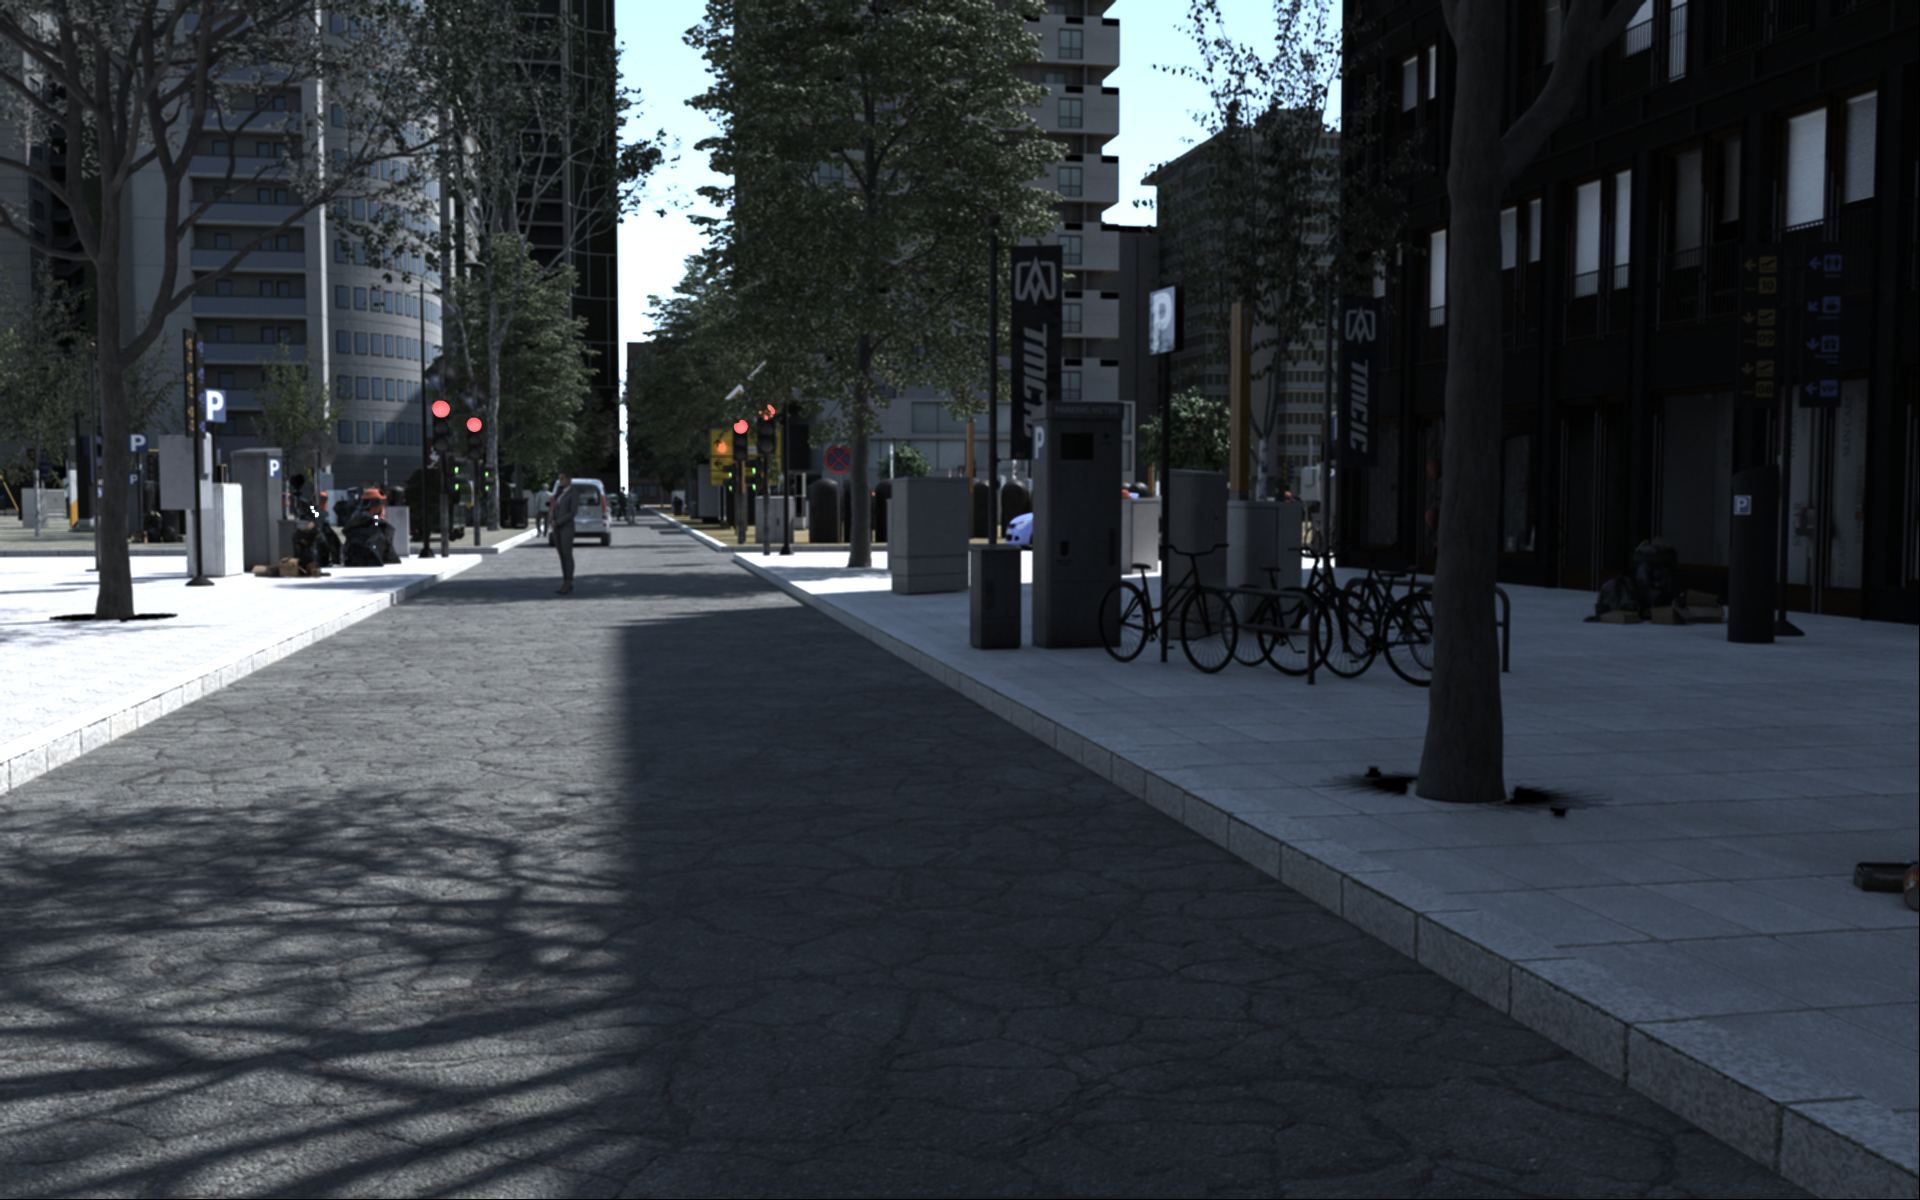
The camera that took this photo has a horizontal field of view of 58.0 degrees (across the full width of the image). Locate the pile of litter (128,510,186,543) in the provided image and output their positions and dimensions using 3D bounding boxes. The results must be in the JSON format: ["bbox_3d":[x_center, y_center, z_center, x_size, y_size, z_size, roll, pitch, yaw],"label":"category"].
[{"bbox_3d":[-21.281,-1.935,45.605,1.719,0.858,1.176,-1,4,-11],"label":"pile of litter"}]

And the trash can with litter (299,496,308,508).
[{"bbox_3d":[-34.305,-4.868,90.984,1.055,1.170,0.624,1,4,9],"label":"trash can with litter"}]

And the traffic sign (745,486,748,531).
[{"bbox_3d":[-7.365,-3.652,59.708,0.884,2.594,0.081,0,4,-4],"label":"traffic sign"}]

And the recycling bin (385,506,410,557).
[{"bbox_3d":[-11.705,-1.392,35.309,0.722,1.027,0.722,-3,5,-40],"label":"recycling bin"}]

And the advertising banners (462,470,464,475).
[{"bbox_3d":[-32.782,-7.123,112.652,2.074,3.025,0.090,3,5,42],"label":"advertising banners"}]

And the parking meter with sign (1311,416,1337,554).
[{"bbox_3d":[8.180,-2.554,38.016,0.543,3.016,1.738,2,4,28],"label":"parking meter with sign"}]

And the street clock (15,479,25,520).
[{"bbox_3d":[-45.835,-4.889,84.503,0.358,2.002,0.471,0,4,0],"label":"street clock"}]

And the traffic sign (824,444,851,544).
[{"bbox_3d":[-3.118,-2.720,44.570,0.768,2.556,0.104,-1,4,-8],"label":"traffic sign"}]

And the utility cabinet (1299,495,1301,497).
[{"bbox_3d":[20.465,-5.668,103.833,0.306,1.237,1.020,1,4,12],"label":"utility cabinet"}]

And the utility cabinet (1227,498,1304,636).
[{"bbox_3d":[2.791,-0.303,16.120,0.306,1.237,1.020,-1,4,-23],"label":"utility cabinet"}]

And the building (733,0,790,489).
[{"bbox_3d":[-12.008,-38.612,173.299,21.231,58.520,28.212,-1,4,-11],"label":"building"}]

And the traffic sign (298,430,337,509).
[{"bbox_3d":[-12.775,-2.101,34.460,0.768,2.556,0.104,0,4,-6],"label":"traffic sign"}]

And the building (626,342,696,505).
[{"bbox_3d":[-28.185,-23.132,223.251,28.899,21.520,27.650,-1,4,-11],"label":"building"}]

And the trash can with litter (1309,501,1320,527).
[{"bbox_3d":[13.674,-3.287,65.130,1.055,1.170,0.624,0,4,7],"label":"trash can with litter"}]

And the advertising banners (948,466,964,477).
[{"bbox_3d":[-0.496,-6.797,107.314,2.074,3.025,0.090,3,5,42],"label":"advertising banners"}]

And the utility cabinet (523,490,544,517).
[{"bbox_3d":[-23.230,-5.248,94.477,1.173,1.500,0.318,-1,4,-10],"label":"utility cabinet"}]

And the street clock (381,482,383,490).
[{"bbox_3d":[-34.582,-6.040,103.319,0.358,2.002,0.471,-3,5,-39],"label":"street clock"}]

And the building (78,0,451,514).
[{"bbox_3d":[-48.952,-35.693,125.578,21.231,58.520,28.212,-1,4,-11],"label":"building"}]

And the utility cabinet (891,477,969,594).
[{"bbox_3d":[-0.386,-0.842,22.451,0.318,1.500,1.173,3,5,42],"label":"utility cabinet"}]

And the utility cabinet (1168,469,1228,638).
[{"bbox_3d":[2.147,-0.428,15.683,0.318,1.500,1.173,1,4,23],"label":"utility cabinet"}]

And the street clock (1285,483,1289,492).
[{"bbox_3d":[22.106,-6.882,117.094,0.358,2.002,0.471,0,4,6],"label":"street clock"}]

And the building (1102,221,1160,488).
[{"bbox_3d":[12.740,-25.396,186.925,14.107,30.474,14.160,-1,4,-11],"label":"building"}]

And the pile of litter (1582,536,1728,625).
[{"bbox_3d":[7.140,-0.211,17.411,1.719,0.858,1.176,1,4,11],"label":"pile of litter"}]

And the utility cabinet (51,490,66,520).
[{"bbox_3d":[-44.621,-4.680,85.198,0.318,1.500,1.173,2,4,30],"label":"utility cabinet"}]

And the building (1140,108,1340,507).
[{"bbox_3d":[33.439,-29.905,180.831,23.993,40.220,32.217,-1,4,-11],"label":"building"}]

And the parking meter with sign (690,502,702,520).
[{"bbox_3d":[-12.901,-5.571,87.353,1.738,3.016,0.543,2,4,35],"label":"parking meter with sign"}]

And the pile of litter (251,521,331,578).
[{"bbox_3d":[-10.441,-0.799,27.027,1.176,0.858,1.719,-1,4,-18],"label":"pile of litter"}]

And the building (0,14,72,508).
[{"bbox_3d":[-94.570,-44.214,161.159,20.611,71.187,20.563,-1,4,-11],"label":"building"}]

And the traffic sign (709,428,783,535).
[{"bbox_3d":[-6.650,-3.669,53.866,2.265,3.308,0.079,-1,4,-9],"label":"traffic sign"}]

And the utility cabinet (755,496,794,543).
[{"bbox_3d":[-4.876,-2.098,45.459,1.020,1.237,0.306,2,4,24],"label":"utility cabinet"}]

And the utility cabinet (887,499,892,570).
[{"bbox_3d":[-0.778,-1.132,29.667,1.020,1.237,0.306,-3,5,-41],"label":"utility cabinet"}]

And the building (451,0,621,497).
[{"bbox_3d":[-52.743,-47.428,213.700,20.611,71.187,20.563,-1,4,-11],"label":"building"}]

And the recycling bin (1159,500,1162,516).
[{"bbox_3d":[8.097,-3.697,73.000,0.722,1.027,0.722,0,4,-6],"label":"recycling bin"}]

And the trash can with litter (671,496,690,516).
[{"bbox_3d":[-16.220,-5.470,100.818,1.055,1.170,0.624,-2,4,-30],"label":"trash can with litter"}]

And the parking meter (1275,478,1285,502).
[{"bbox_3d":[11.984,-3.617,64.851,0.255,1.863,0.399,-1,4,-13],"label":"parking meter"}]

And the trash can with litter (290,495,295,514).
[{"bbox_3d":[-42.504,-6.139,111.426,2.233,1.210,1.678,1,4,18],"label":"trash can with litter"}]

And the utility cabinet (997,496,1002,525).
[{"bbox_3d":[1.910,-3.748,72.440,0.306,1.237,1.020,-2,4,-31],"label":"utility cabinet"}]

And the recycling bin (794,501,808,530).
[{"bbox_3d":[-6.085,-3.058,62.557,0.722,1.027,0.722,1,4,21],"label":"recycling bin"}]

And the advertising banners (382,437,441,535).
[{"bbox_3d":[-16.978,-3.511,53.601,2.074,3.025,0.090,0,4,2],"label":"advertising banners"}]

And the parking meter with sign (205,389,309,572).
[{"bbox_3d":[-11.629,-1.981,28.651,1.738,3.016,0.543,1,4,15],"label":"parking meter with sign"}]

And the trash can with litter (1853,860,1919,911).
[{"bbox_3d":[3.793,0.343,5.451,2.233,1.210,1.678,-1,4,-12],"label":"trash can with litter"}]

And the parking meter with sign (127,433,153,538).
[{"bbox_3d":[-24.170,-3.324,50.609,0.543,3.016,1.738,-3,4,-36],"label":"parking meter with sign"}]

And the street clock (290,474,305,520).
[{"bbox_3d":[-23.771,-3.523,62.176,0.358,2.002,0.471,2,4,26],"label":"street clock"}]

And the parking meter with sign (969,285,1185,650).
[{"bbox_3d":[0.963,-1.118,14.543,1.738,3.016,0.543,-1,4,-17],"label":"parking meter with sign"}]

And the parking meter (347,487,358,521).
[{"bbox_3d":[-22.012,-3.326,62.790,0.372,1.533,0.369,0,3,0],"label":"parking meter"}]

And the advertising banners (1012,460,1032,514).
[{"bbox_3d":[2.194,-3.961,60.952,0.090,3.025,2.074,2,4,24],"label":"advertising banners"}]

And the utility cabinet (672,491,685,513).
[{"bbox_3d":[-18.852,-6.554,115.830,0.318,1.500,1.173,1,4,23],"label":"utility cabinet"}]

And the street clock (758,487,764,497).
[{"bbox_3d":[-6.271,-3.074,54.825,0.358,2.002,0.471,-1,4,-10],"label":"street clock"}]

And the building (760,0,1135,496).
[{"bbox_3d":[-2.366,-34.116,147.027,28.713,52.752,27.495,-1,4,-11],"label":"building"}]

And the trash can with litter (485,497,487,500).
[{"bbox_3d":[-19.808,-3.795,73.436,0.624,1.170,1.055,-1,4,-23],"label":"trash can with litter"}]

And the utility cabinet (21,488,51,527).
[{"bbox_3d":[-35.476,-3.532,66.432,1.173,1.500,0.318,2,4,30],"label":"utility cabinet"}]

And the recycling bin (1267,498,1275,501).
[{"bbox_3d":[22.359,-6.832,124.252,0.722,1.027,0.722,0,4,4],"label":"recycling bin"}]

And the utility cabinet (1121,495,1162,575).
[{"bbox_3d":[2.870,-1.030,27.999,0.306,1.237,1.020,2,4,31],"label":"utility cabinet"}]

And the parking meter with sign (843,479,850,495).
[{"bbox_3d":[-5.563,-5.530,86.676,0.543,3.016,1.738,-1,4,-16],"label":"parking meter with sign"}]

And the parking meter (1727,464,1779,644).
[{"bbox_3d":[6.858,-0.402,14.976,0.372,1.533,0.369,0,3,0],"label":"parking meter"}]

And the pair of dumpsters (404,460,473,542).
[{"bbox_3d":[-14.621,-2.817,48.548,1.574,2.255,4.437,-1,4,-11],"label":"pair of dumpsters"}]

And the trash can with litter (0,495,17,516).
[{"bbox_3d":[-55.868,-5.543,101.691,1.678,1.210,2.233,3,4,37],"label":"trash can with litter"}]
